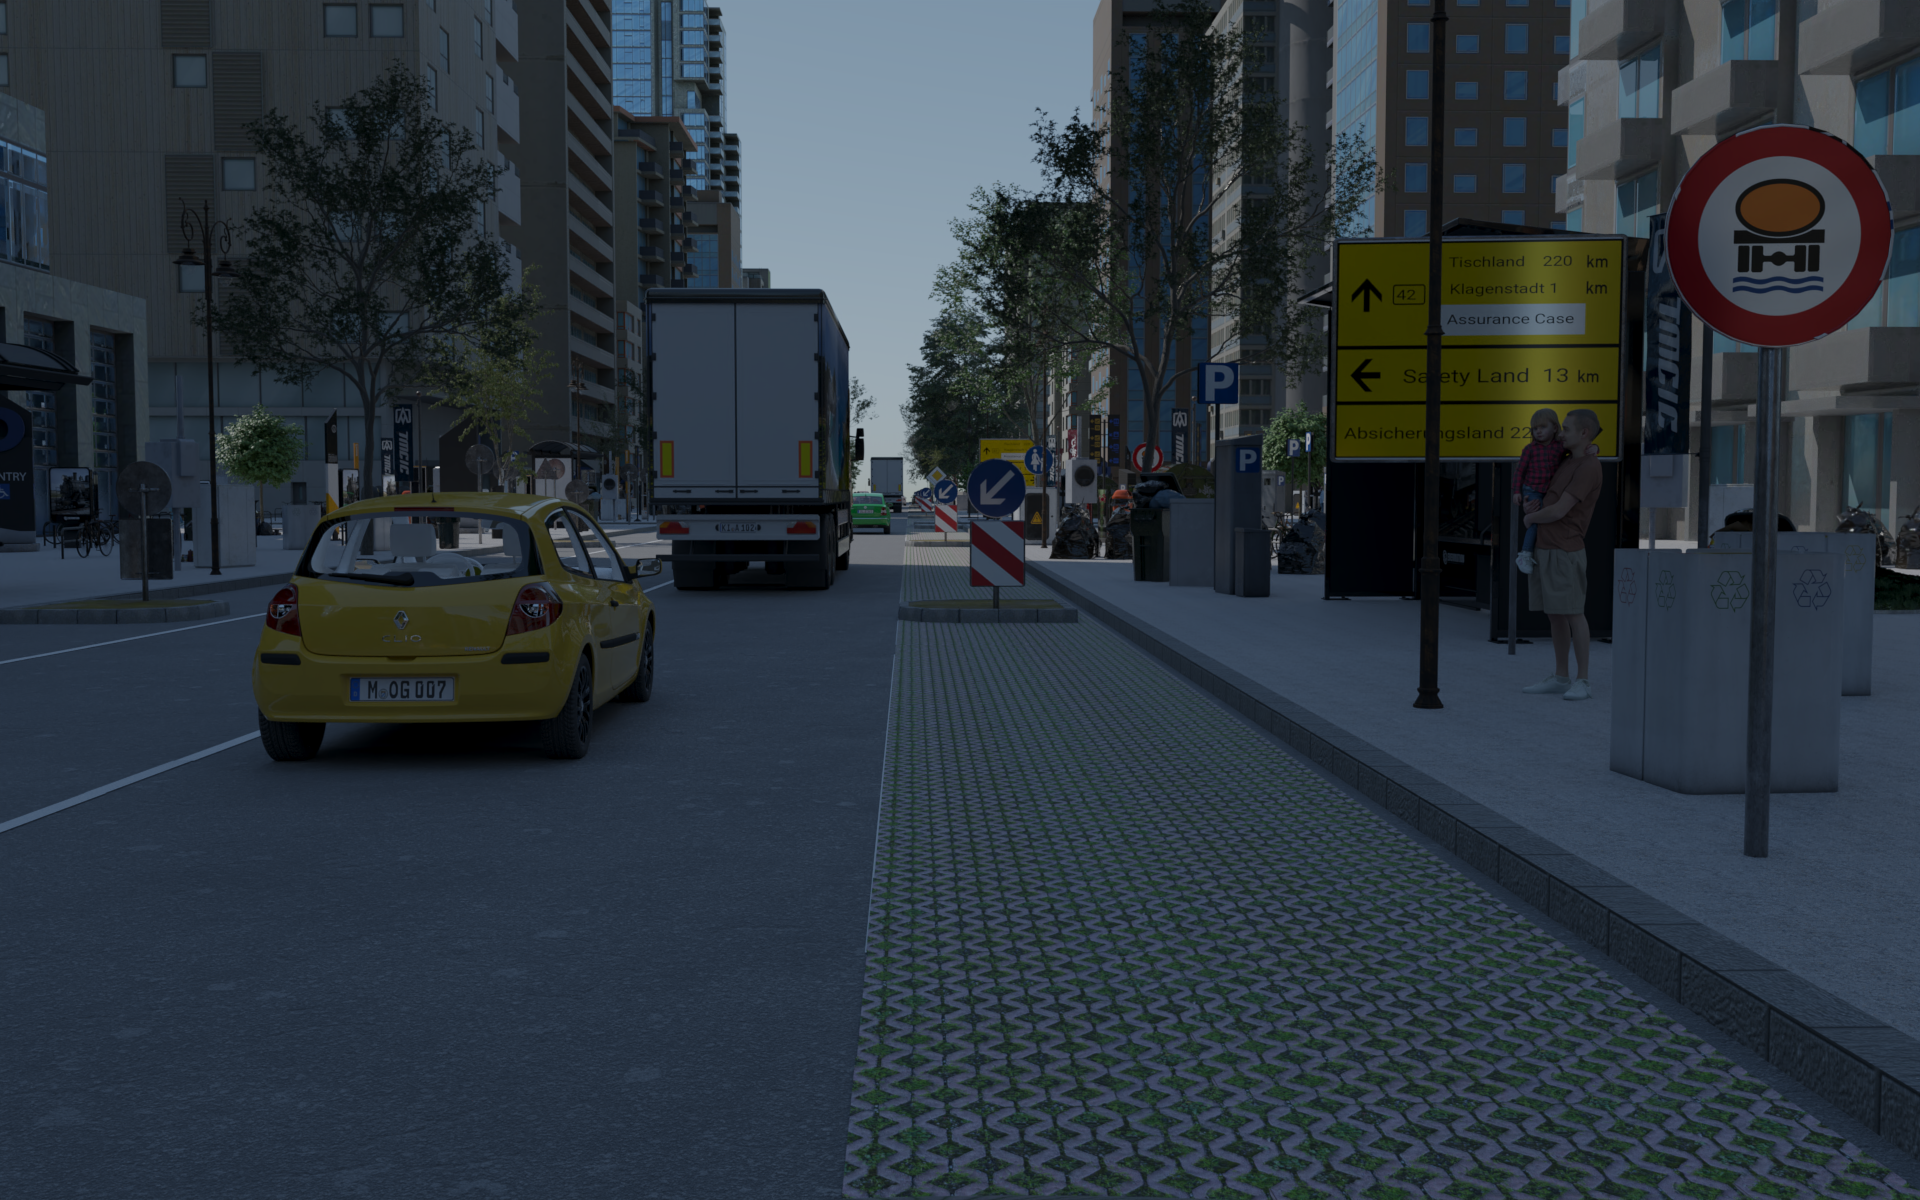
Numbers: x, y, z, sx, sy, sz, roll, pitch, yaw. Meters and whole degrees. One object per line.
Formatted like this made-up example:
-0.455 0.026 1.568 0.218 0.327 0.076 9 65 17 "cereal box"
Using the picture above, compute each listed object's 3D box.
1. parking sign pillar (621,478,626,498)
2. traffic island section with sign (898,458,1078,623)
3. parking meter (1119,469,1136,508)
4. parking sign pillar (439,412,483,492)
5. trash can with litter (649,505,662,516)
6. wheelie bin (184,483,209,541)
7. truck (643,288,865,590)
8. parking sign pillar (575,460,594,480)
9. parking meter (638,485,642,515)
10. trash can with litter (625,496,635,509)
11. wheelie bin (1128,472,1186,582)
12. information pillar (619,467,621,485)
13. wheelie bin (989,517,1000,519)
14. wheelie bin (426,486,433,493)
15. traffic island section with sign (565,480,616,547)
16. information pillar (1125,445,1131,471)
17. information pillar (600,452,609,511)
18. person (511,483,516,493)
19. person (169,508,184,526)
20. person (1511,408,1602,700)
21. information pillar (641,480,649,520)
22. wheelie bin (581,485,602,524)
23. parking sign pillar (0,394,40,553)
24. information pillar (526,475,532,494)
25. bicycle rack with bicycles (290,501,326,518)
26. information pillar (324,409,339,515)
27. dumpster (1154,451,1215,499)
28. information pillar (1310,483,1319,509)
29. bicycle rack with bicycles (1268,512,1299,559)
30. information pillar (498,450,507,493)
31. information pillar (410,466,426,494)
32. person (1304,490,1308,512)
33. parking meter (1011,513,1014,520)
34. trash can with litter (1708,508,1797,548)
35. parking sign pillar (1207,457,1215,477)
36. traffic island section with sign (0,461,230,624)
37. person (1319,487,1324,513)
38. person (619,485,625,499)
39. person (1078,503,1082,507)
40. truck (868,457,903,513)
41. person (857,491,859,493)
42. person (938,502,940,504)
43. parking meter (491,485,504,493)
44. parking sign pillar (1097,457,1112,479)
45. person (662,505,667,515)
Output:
-29.812 -10.016 152.226 1.447 3.967 1.447 -1 4 -8 "parking sign pillar"
0.281 -0.698 20.048 1.989 1.847 2.006 0 4 -2 "traffic island section with sign"
3.908 -2.123 40.422 0.255 1.863 0.399 -2 4 -32 "parking meter"
-16.264 -4.158 56.449 1.447 3.967 1.447 0 4 8 "parking sign pillar"
-18.076 -5.616 103.214 1.055 1.170 0.624 3 4 36 "trash can with litter"
-21.054 -2.435 47.725 0.980 1.594 0.693 -1 4 -15 "wheelie bin"
-3.181 -2.465 29.210 2.839 4.237 11.283 0 4 -1 "truck"
-26.768 -8.272 123.719 1.447 3.967 1.447 -2 4 -29 "parking sign pillar"
-19.628 -6.172 106.630 0.255 1.863 0.399 -2 4 -27 "parking meter"
-28.544 -8.472 149.901 1.055 1.170 0.624 2 4 33 "trash can with litter"
2.921 -1.075 25.492 0.693 1.594 0.980 -3 5 -45 "wheelie bin"
-29.094 -9.547 147.439 0.504 3.616 0.183 -1 4 -16 "information pillar"
1.711 -4.889 87.846 0.693 1.594 0.980 -2 4 -35 "wheelie bin"
-21.583 -3.836 70.625 0.693 1.594 0.980 -3 4 -36 "wheelie bin"
-10.423 -2.346 46.979 1.989 1.847 2.006 0 4 -2 "traffic island section with sign"
8.060 -5.618 83.215 0.183 3.616 0.504 2 4 31 "information pillar"
-19.821 -6.458 96.947 0.183 3.616 0.504 2 4 32 "information pillar"
-22.086 -4.885 85.690 0.755 1.850 0.659 -1 4 -13 "person"
-31.004 -3.758 68.321 0.643 1.720 0.563 0 4 -1 "person"
3.803 -0.305 11.004 0.580 1.828 0.573 3 4 37 "person"
-15.892 -5.069 87.362 0.304 2.012 0.304 -1 4 -23 "information pillar"
-13.529 -3.377 63.128 0.980 1.594 0.693 0 4 6 "wheelie bin"
-21.282 -3.054 38.403 1.447 3.967 1.447 -2 4 -26 "parking sign pillar"
-16.822 -3.881 67.954 0.304 2.012 0.304 2 4 30 "information pillar"
-31.228 -4.241 82.724 2.852 0.926 2.925 0 4 8 "bicycle rack with bicycles"
-17.185 -3.428 47.402 0.183 3.616 0.504 1 4 13 "information pillar"
5.125 -2.290 39.943 1.502 2.255 1.985 0 4 -2 "dumpster"
13.838 -3.876 67.862 0.304 2.012 0.304 -3 5 -39 "information pillar"
6.333 -1.293 34.515 2.852 0.926 2.925 -3 4 -37 "bicycle rack with bicycles"
-24.308 -6.166 92.165 0.504 3.616 0.183 -3 4 -38 "information pillar"
-14.272 -2.517 45.650 0.304 2.012 0.304 1 4 15 "information pillar"
17.716 -4.996 88.069 0.599 1.781 0.374 -2 4 -33 "person"
2.570 -4.552 80.133 0.255 1.863 0.399 -2 4 -27 "parking meter"
6.528 -0.170 14.163 0.624 1.170 1.055 3 4 36 "trash can with litter"
14.547 -6.741 98.689 1.447 3.967 1.447 3 5 39 "parking sign pillar"
-9.652 -0.698 20.035 1.989 1.847 2.006 0 4 -2 "traffic island section with sign"
17.973 -4.835 85.353 0.793 1.790 0.793 2 4 27 "person"
-22.312 -6.665 114.375 0.648 1.900 0.474 1 4 16 "person"
4.436 -3.520 64.150 0.362 1.759 0.519 -2 4 -23 "person"
-5.800 -8.999 136.049 2.839 4.237 11.283 0 4 -3 "truck"
-10.719 -10.583 182.203 0.621 1.740 0.551 3 5 45 "person"
-2.788 -13.542 227.314 0.709 1.838 0.599 3 5 42 "person"
-13.270 -2.528 49.737 0.372 1.533 0.369 0 3 0 "parking meter"
8.569 -7.085 104.320 1.447 3.967 1.447 -3 5 -40 "parking sign pillar"
-16.071 -5.127 94.143 0.475 1.303 0.640 -1 4 -14 "person"
